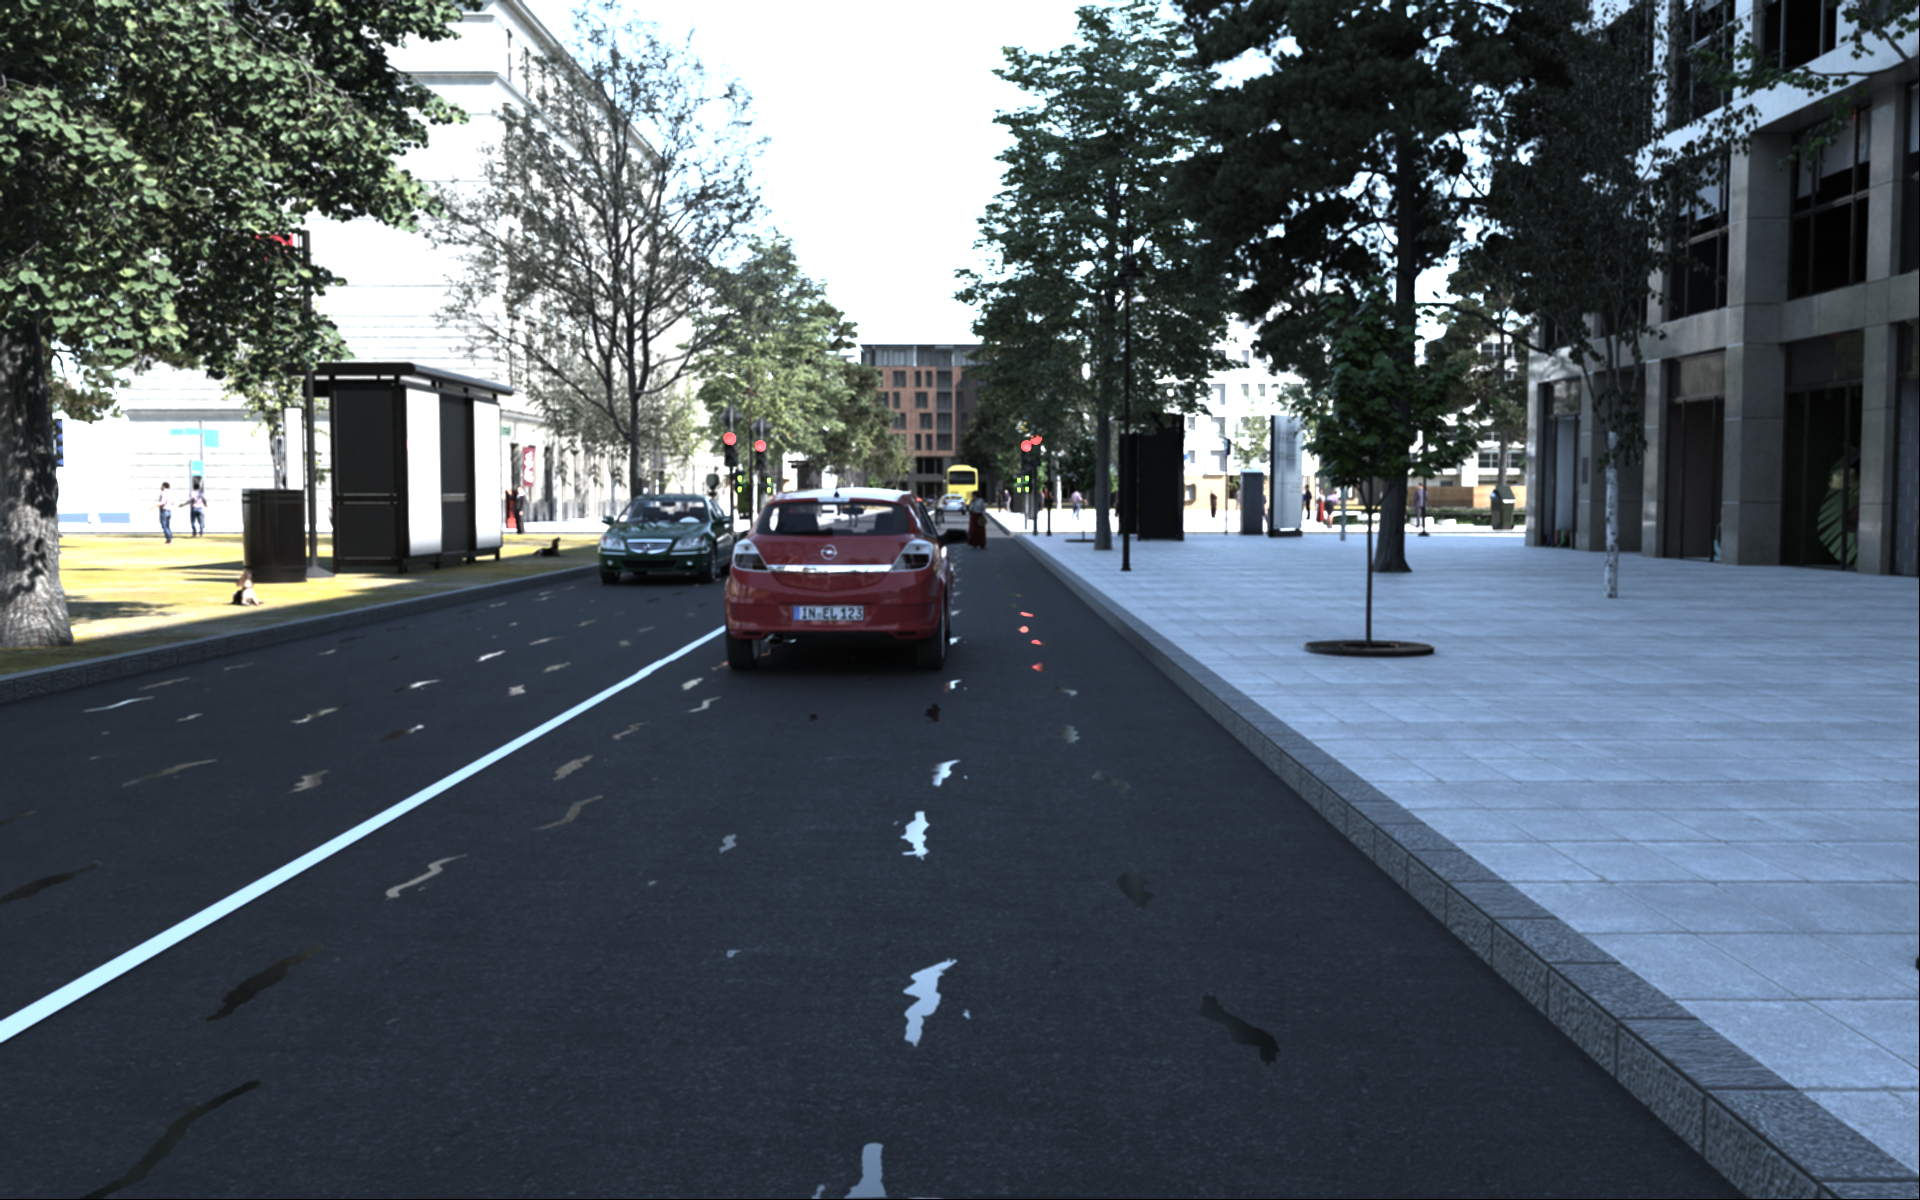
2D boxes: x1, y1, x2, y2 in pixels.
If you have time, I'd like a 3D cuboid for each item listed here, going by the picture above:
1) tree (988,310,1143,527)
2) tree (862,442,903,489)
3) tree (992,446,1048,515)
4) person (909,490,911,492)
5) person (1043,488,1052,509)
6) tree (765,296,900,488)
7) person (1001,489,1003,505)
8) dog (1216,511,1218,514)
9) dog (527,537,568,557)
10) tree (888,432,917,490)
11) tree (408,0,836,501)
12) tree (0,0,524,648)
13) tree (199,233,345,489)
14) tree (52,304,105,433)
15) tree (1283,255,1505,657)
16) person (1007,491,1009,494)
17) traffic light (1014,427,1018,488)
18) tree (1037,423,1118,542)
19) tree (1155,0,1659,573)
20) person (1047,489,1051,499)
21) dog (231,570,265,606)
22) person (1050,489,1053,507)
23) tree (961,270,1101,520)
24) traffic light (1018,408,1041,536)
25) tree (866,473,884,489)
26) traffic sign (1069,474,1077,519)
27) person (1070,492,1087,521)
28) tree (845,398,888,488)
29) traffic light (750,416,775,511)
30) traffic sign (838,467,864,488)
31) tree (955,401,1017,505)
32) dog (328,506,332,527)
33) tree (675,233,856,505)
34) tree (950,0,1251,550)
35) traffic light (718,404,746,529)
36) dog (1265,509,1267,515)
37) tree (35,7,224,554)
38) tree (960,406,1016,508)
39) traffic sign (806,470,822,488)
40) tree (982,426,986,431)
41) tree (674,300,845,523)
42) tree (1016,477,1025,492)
[{"bbox_3d":[4.021,-7.113,66.661,4.360,8.622,3.978,0,3,0],"label":"tree"},{"bbox_3d":[-8.046,-13.459,170.420,4.360,8.622,3.978,0,3,0],"label":"tree"},{"bbox_3d":[3.646,-7.376,104.317,4.285,4.588,4.351,0,3,0],"label":"tree"},{"bbox_3d":[-4.114,-8.018,140.117,1.217,1.766,0.721,2,4,31],"label":"person"},{"bbox_3d":[7.501,-8.905,151.595,1.348,1.831,0.705,2,4,27],"label":"person"},{"bbox_3d":[-7.825,-10.631,95.873,6.751,12.117,7.091,0,3,0],"label":"tree"},{"bbox_3d":[5.049,-12.260,206.462,0.705,1.831,1.348,0,4,1],"label":"person"},{"bbox_3d":[16.434,-5.729,111.396,0.550,0.427,0.748,1,4,16],"label":"dog"},{"bbox_3d":[-8.461,-1.089,35.538,0.748,0.427,0.550,2,4,28],"label":"dog"},{"bbox_3d":[-7.235,-15.356,201.430,4.737,8.622,4.395,0,3,0],"label":"tree"},{"bbox_3d":[-8.099,-8.065,42.230,12.009,13.543,11.850,0,3,0],"label":"tree"},{"bbox_3d":[-7.940,-6.580,14.231,9.857,13.997,8.962,0,3,0],"label":"tree"},{"bbox_3d":[-19.120,-6.001,48.487,4.737,8.622,4.395,0,3,0],"label":"tree"},{"bbox_3d":[-26.402,-7.564,45.728,6.751,12.117,7.091,0,3,0],"label":"tree"},{"bbox_3d":[3.223,-1.182,13.931,1.663,3.219,1.824,0,3,0],"label":"tree"},{"bbox_3d":[4.981,-10.838,183.916,0.551,1.740,0.621,0,3,0],"label":"person"},{"bbox_3d":[2.335,-4.420,61.516,0.839,4.213,0.868,0,4,0],"label":"traffic light"},{"bbox_3d":[3.189,-3.175,46.516,1.663,3.219,1.824,0,3,0],"label":"tree"},{"bbox_3d":[7.306,-7.371,27.943,7.806,13.903,7.818,0,3,0],"label":"tree"},{"bbox_3d":[7.608,-8.703,149.046,0.721,1.736,1.217,0,4,-5],"label":"person"},{"bbox_3d":[-8.230,-0.147,20.144,0.550,0.427,0.748,1,4,10],"label":"dog"},{"bbox_3d":[9.113,-10.262,174.345,0.721,1.766,1.217,2,4,24],"label":"person"},{"bbox_3d":[3.604,-9.943,84.623,6.751,12.117,7.091,0,3,0],"label":"tree"},{"bbox_3d":[2.314,-3.932,53.531,0.839,4.213,0.868,0,4,0],"label":"traffic light"},{"bbox_3d":[-7.561,-9.402,148.317,1.663,3.219,1.824,0,3,0],"label":"tree"},{"bbox_3d":[6.076,-5.545,90.766,0.768,2.556,0.104,0,4,6],"label":"traffic sign"},{"bbox_3d":[5.545,-4.536,82.159,0.963,1.587,0.435,2,4,31],"label":"person"},{"bbox_3d":[-7.663,-10.483,121.763,4.737,8.622,4.395,0,3,0],"label":"tree"},{"bbox_3d":[-7.027,-4.421,61.525,0.839,4.213,0.868,0,4,0],"label":"traffic light"},{"bbox_3d":[-8.467,-8.456,132.130,2.265,3.308,0.079,0,4,8],"label":"traffic sign"},{"bbox_3d":[3.472,-18.600,211.527,7.806,13.903,7.818,0,3,0],"label":"tree"},{"bbox_3d":[-24.580,-3.292,68.203,0.513,0.831,0.800,3,5,40],"label":"dog"},{"bbox_3d":[-8.408,-9.604,75.147,7.486,12.596,7.792,0,3,0],"label":"tree"},{"bbox_3d":[3.619,-7.408,39.252,7.486,12.596,7.792,0,3,0],"label":"tree"},{"bbox_3d":[-7.047,-3.932,53.540,0.839,4.213,0.868,0,4,0],"label":"traffic light"},{"bbox_3d":[18.517,-5.405,106.111,0.748,0.427,0.550,2,4,35],"label":"dog"},{"bbox_3d":[-19.287,-7.906,36.681,7.806,13.903,7.818,0,3,0],"label":"tree"},{"bbox_3d":[4.041,-15.314,184.801,8.767,10.594,7.601,0,4,6],"label":"tree"},{"bbox_3d":[-7.674,-5.566,91.013,0.884,2.594,0.081,1,4,9],"label":"traffic sign"},{"bbox_3d":[3.912,-13.688,174.159,4.360,8.622,3.978,0,3,0],"label":"tree"},{"bbox_3d":[-7.723,-7.106,66.548,4.737,8.622,4.395,0,3,0],"label":"tree"},{"bbox_3d":[3.990,-6.033,93.245,1.663,3.219,1.824,0,3,0],"label":"tree"}]
